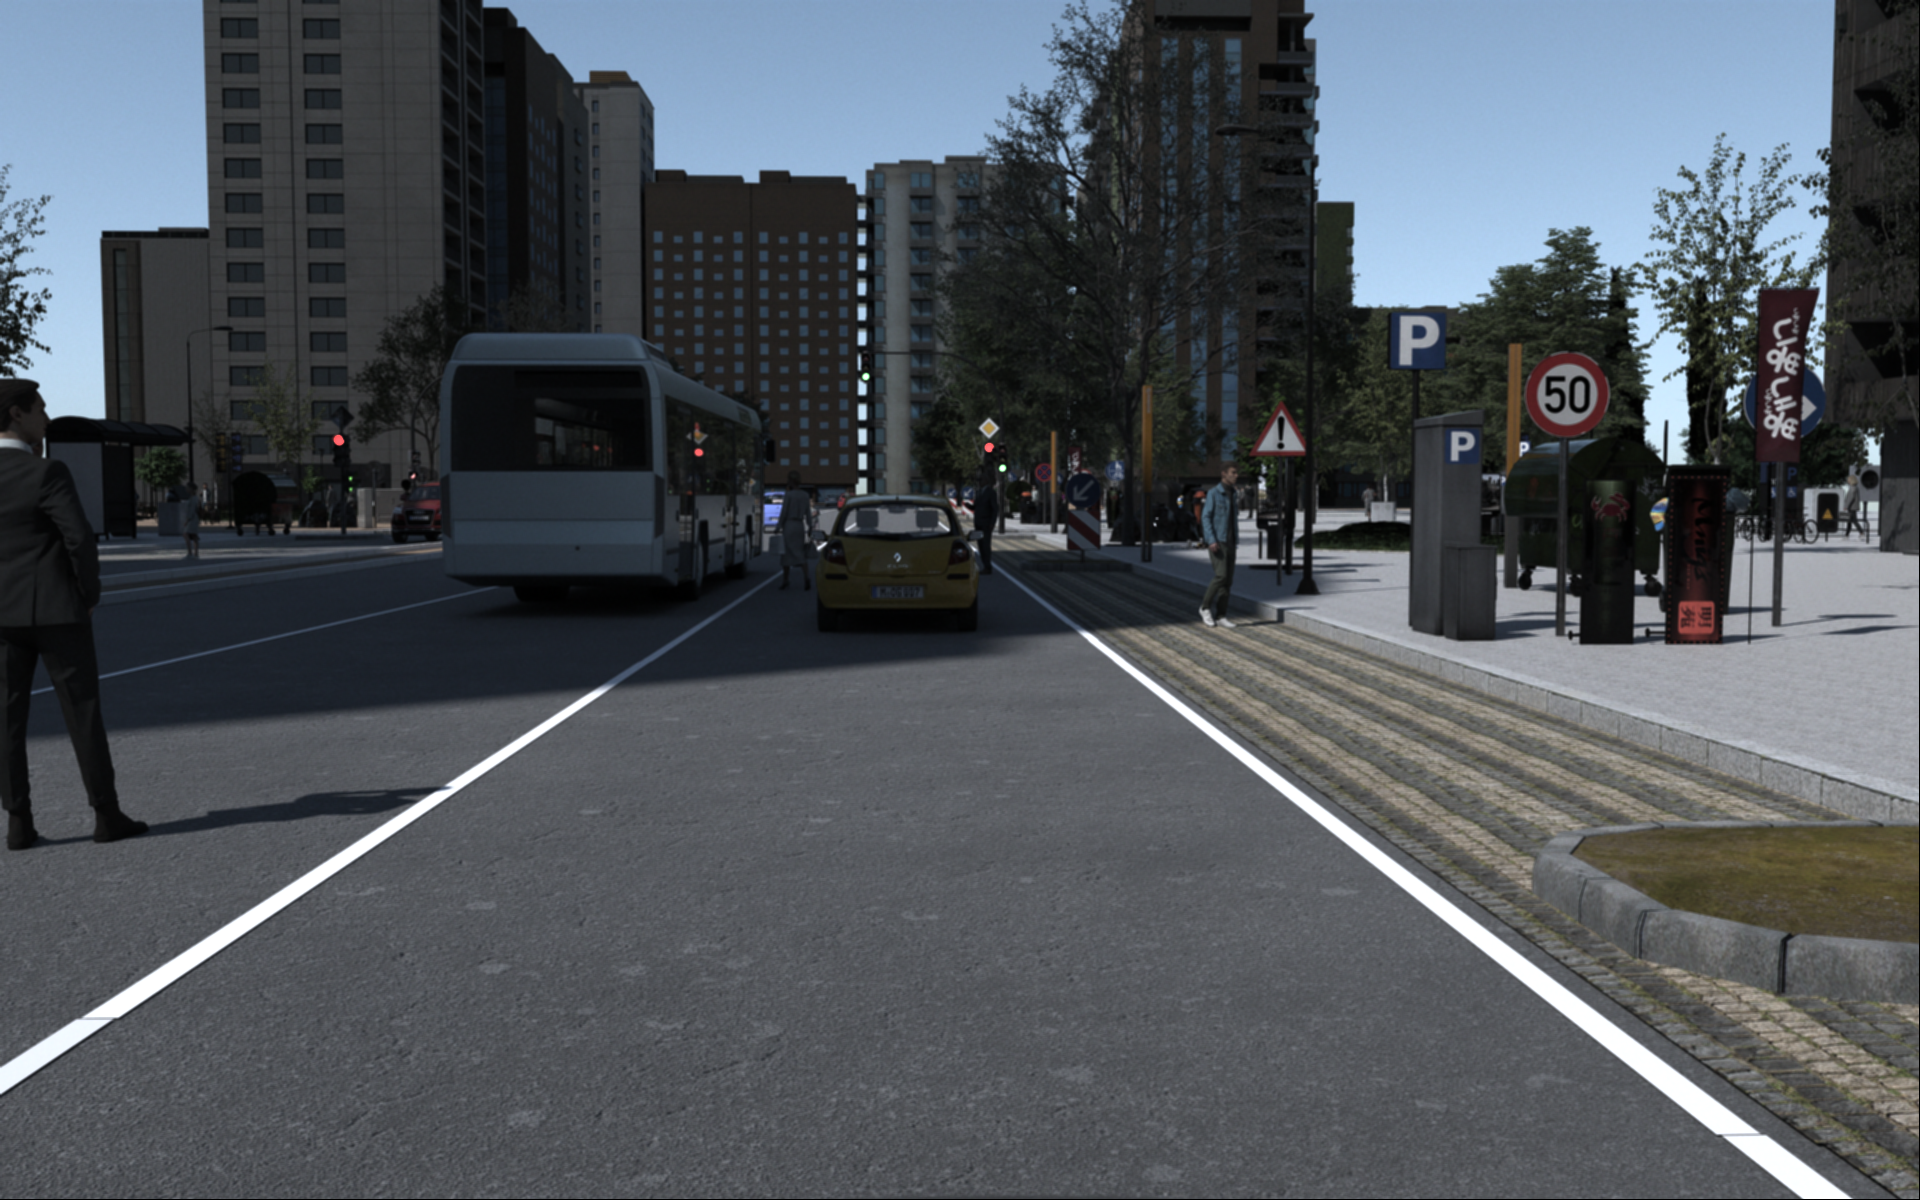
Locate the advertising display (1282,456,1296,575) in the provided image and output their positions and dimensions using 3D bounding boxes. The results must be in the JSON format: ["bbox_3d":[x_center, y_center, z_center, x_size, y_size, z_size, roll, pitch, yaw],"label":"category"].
[{"bbox_3d":[5.282,-1.382,27.807,0.123,1.923,0.974,1,4,9],"label":"advertising display"}]

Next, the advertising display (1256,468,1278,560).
[{"bbox_3d":[6.171,-1.751,33.842,0.123,1.923,0.974,-2,4,-33],"label":"advertising display"}]

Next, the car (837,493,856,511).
[{"bbox_3d":[-9.495,-8.502,148.047,2.155,1.783,4.494,0,4,-2],"label":"car"}]

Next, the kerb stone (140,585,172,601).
[{"bbox_3d":[-11.101,-0.094,23.728,0.120,0.150,1.000,0,4,-2],"label":"kerb stone"}]

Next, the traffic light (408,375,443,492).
[{"bbox_3d":[-17.718,-5.398,62.921,4.771,5.953,1.251,0,4,-2],"label":"traffic light"}]

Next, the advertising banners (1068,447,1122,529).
[{"bbox_3d":[4.986,-4.148,64.010,2.074,3.025,0.090,-1,4,-9],"label":"advertising banners"}]

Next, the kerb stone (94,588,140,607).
[{"bbox_3d":[-11.064,-0.031,22.703,0.120,0.150,1.000,0,4,-2],"label":"kerb stone"}]

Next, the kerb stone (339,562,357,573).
[{"bbox_3d":[-11.379,-0.595,31.918,0.120,0.150,1.000,0,4,-2],"label":"kerb stone"}]

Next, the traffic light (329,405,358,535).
[{"bbox_3d":[-19.535,-4.031,54.835,0.839,4.253,0.868,0,4,-2],"label":"traffic light"}]

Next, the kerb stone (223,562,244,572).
[{"bbox_3d":[-13.476,-0.592,31.884,0.120,0.150,1.000,0,4,-2],"label":"kerb stone"}]

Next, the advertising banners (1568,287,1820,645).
[{"bbox_3d":[6.238,-1.133,14.707,2.074,3.025,0.090,0,4,-2],"label":"advertising banners"}]

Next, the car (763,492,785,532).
[{"bbox_3d":[-6.742,-3.376,64.788,1.945,1.707,3.694,0,4,-4],"label":"car"}]

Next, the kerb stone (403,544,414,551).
[{"bbox_3d":[-13.867,-1.279,43.160,0.120,0.150,1.000,0,4,-2],"label":"kerb stone"}]

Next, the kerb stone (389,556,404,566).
[{"bbox_3d":[-11.492,-0.781,34.994,0.120,0.150,1.000,0,4,-2],"label":"kerb stone"}]

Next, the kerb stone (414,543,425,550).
[{"bbox_3d":[-13.902,-1.345,44.188,0.120,0.150,1.000,0,4,-2],"label":"kerb stone"}]

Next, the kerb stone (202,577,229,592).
[{"bbox_3d":[-11.171,-0.216,25.781,0.120,0.150,1.000,0,4,-2],"label":"kerb stone"}]

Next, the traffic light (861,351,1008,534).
[{"bbox_3d":[-0.774,-4.934,55.343,4.771,5.953,1.251,0,4,-2],"label":"traffic light"}]

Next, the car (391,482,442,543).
[{"bbox_3d":[-15.662,-2.689,52.646,2.281,1.827,5.304,0,4,-1],"label":"car"}]

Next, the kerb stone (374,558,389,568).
[{"bbox_3d":[-11.449,-0.720,33.961,0.120,0.150,1.000,0,4,-2],"label":"kerb stone"}]

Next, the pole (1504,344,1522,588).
[{"bbox_3d":[7.535,-1.820,23.606,0.158,3.312,0.155,0,3,0],"label":"pole"}]

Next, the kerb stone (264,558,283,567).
[{"bbox_3d":[-13.550,-0.719,33.943,0.120,0.150,1.000,0,4,-2],"label":"kerb stone"}]

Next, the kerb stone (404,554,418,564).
[{"bbox_3d":[-11.525,-0.840,36.025,0.120,0.150,1.000,0,4,-2],"label":"kerb stone"}]

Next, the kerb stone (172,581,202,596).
[{"bbox_3d":[-11.133,-0.153,24.750,0.120,0.150,1.000,0,4,-2],"label":"kerb stone"}]

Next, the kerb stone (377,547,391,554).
[{"bbox_3d":[-13.787,-1.149,41.113,0.120,0.150,1.000,0,4,-2],"label":"kerb stone"}]

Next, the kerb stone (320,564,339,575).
[{"bbox_3d":[-11.340,-0.530,30.897,0.120,0.150,1.000,0,4,-2],"label":"kerb stone"}]

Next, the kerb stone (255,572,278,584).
[{"bbox_3d":[-11.237,-0.345,27.829,0.120,0.150,1.000,0,4,-2],"label":"kerb stone"}]

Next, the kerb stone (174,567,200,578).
[{"bbox_3d":[-13.411,-0.464,29.840,0.120,0.150,1.000,0,4,-2],"label":"kerb stone"}]

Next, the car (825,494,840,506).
[{"bbox_3d":[-14.868,-11.711,203.476,2.014,1.417,4.499,0,3,0],"label":"car"}]

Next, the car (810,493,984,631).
[{"bbox_3d":[-0.707,-0.569,19.521,2.015,1.641,3.980,0,4,-2],"label":"car"}]

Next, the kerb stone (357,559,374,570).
[{"bbox_3d":[-11.414,-0.649,32.940,0.120,0.150,1.000,0,4,-2],"label":"kerb stone"}]

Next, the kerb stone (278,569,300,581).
[{"bbox_3d":[-11.273,-0.404,28.851,0.120,0.150,1.000,0,4,-2],"label":"kerb stone"}]

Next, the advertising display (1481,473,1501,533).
[{"bbox_3d":[15.710,-2.849,51.799,0.974,1.923,0.123,-1,4,-14],"label":"advertising display"}]

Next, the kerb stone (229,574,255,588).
[{"bbox_3d":[-11.207,-0.282,26.806,0.120,0.150,1.000,0,4,-2],"label":"kerb stone"}]

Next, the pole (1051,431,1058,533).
[{"bbox_3d":[3.070,-3.823,56.349,0.158,3.312,0.155,0,3,0],"label":"pole"}]

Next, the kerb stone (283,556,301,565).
[{"bbox_3d":[-13.583,-0.781,34.967,0.120,0.150,1.000,0,4,-2],"label":"kerb stone"}]

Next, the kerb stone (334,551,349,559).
[{"bbox_3d":[-13.696,-0.969,38.046,0.120,0.150,1.000,0,4,-2],"label":"kerb stone"}]

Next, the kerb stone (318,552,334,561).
[{"bbox_3d":[-13.656,-0.907,37.024,0.120,0.150,1.000,0,4,-2],"label":"kerb stone"}]

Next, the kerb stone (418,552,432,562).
[{"bbox_3d":[-11.553,-0.905,37.046,0.120,0.150,1.000,0,4,-2],"label":"kerb stone"}]

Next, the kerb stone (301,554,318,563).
[{"bbox_3d":[-13.619,-0.843,35.995,0.120,0.150,1.000,0,4,-2],"label":"kerb stone"}]

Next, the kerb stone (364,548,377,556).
[{"bbox_3d":[-13.762,-1.092,40.091,0.120,0.150,1.000,0,4,-2],"label":"kerb stone"}]

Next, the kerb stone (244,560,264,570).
[{"bbox_3d":[-13.514,-0.656,32.918,0.120,0.150,1.000,0,4,-2],"label":"kerb stone"}]

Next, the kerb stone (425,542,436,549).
[{"bbox_3d":[-13.932,-1.408,45.216,0.120,0.150,1.000,0,4,-2],"label":"kerb stone"}]

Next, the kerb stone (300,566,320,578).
[{"bbox_3d":[-11.308,-0.470,29.875,0.120,0.150,1.000,0,4,-2],"label":"kerb stone"}]

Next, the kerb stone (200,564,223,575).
[{"bbox_3d":[-13.445,-0.526,30.862,0.120,0.150,1.000,0,4,-2],"label":"kerb stone"}]

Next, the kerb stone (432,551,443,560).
[{"bbox_3d":[-11.582,-0.971,38.069,0.120,0.150,1.000,0,4,-2],"label":"kerb stone"}]

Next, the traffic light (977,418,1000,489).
[{"bbox_3d":[1.043,-4.564,63.536,0.839,4.253,0.868,0,4,-2],"label":"traffic light"}]

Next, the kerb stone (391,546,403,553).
[{"bbox_3d":[-13.823,-1.219,42.134,0.120,0.150,1.000,0,4,-2],"label":"kerb stone"}]

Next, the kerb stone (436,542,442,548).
[{"bbox_3d":[-13.971,-1.464,46.251,0.120,0.150,1.000,0,4,-2],"label":"kerb stone"}]

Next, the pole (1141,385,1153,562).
[{"bbox_3d":[3.520,-2.372,32.618,0.158,3.312,0.155,0,3,0],"label":"pole"}]

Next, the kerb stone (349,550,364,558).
[{"bbox_3d":[-13.716,-1.031,39.070,0.120,0.150,1.000,0,4,-2],"label":"kerb stone"}]
